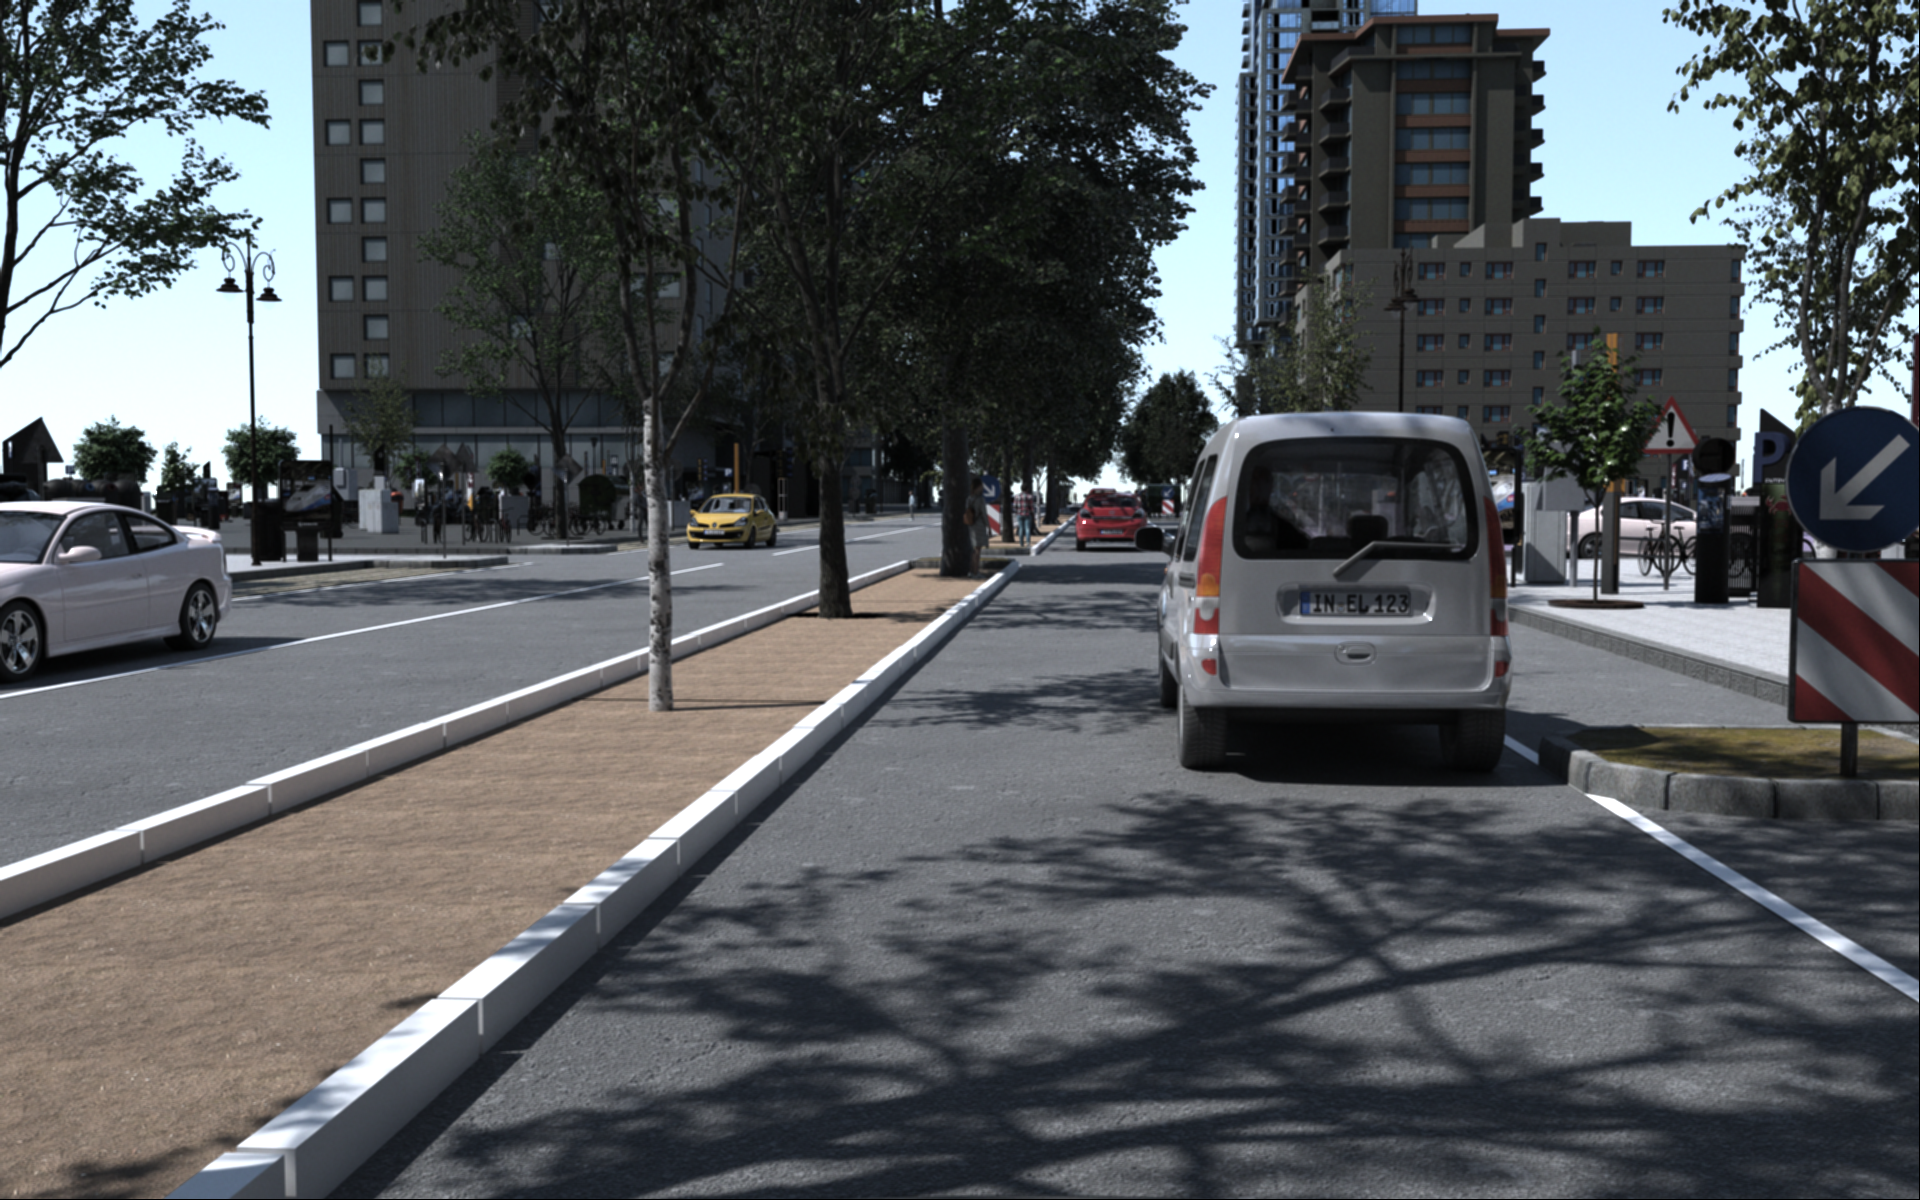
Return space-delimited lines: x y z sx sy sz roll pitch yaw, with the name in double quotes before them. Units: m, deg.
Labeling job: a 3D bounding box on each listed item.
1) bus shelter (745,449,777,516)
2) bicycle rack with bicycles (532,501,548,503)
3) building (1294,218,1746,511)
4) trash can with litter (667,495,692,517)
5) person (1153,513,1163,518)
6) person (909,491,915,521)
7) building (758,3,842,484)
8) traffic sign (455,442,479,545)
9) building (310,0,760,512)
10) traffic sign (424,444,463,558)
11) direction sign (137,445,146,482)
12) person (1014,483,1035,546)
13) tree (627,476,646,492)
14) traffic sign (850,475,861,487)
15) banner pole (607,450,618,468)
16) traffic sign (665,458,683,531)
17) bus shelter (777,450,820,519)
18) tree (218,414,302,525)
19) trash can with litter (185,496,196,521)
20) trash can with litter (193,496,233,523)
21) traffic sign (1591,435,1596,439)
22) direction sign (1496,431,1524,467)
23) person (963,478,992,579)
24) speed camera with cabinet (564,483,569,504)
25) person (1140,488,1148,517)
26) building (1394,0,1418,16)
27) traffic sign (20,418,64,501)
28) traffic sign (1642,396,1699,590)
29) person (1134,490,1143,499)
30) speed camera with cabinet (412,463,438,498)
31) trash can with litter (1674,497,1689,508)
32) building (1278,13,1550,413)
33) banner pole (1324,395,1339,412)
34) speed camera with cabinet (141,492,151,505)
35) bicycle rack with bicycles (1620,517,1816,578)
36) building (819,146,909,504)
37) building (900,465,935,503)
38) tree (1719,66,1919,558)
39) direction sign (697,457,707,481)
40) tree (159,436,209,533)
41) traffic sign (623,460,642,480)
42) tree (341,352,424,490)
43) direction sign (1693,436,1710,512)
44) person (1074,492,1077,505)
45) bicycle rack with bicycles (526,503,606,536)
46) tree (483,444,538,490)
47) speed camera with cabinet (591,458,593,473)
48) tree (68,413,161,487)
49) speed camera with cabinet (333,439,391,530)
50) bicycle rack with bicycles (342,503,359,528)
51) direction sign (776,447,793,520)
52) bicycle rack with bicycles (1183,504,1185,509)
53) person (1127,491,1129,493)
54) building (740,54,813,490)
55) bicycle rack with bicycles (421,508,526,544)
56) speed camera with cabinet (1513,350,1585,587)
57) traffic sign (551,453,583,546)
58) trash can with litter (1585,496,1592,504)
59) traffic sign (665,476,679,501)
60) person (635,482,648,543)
"bus shelter" -10.061 -6.225 93.056 1.731 3.624 6.357 0 4 5
"bicycle rack with bicycles" -16.170 -3.425 69.381 2.852 0.926 2.925 -1 4 -10
"building" 41.768 -17.780 135.735 27.650 21.520 28.899 0 4 5
"trash can with litter" -15.327 -5.229 96.557 2.233 1.210 1.678 3 5 44
"person" 11.910 -5.937 104.938 0.474 1.900 0.648 -3 5 -45
"person" -2.618 -5.100 93.692 0.330 1.601 0.589 0 4 1
"building" -22.533 -44.796 170.669 20.563 71.187 20.611 0 4 5
"traffic sign" -12.443 -2.652 43.364 0.884 2.594 0.081 1 4 14
"building" -30.750 -33.235 132.638 28.713 52.752 27.495 0 4 5
"traffic sign" -10.266 -1.885 34.457 0.795 2.450 0.064 0 4 5
"direction sign" -35.753 -5.084 75.113 0.876 3.537 0.379 0 4 -2
"person" 1.703 -2.237 45.909 0.563 1.720 0.643 1 4 15
"tree" -21.007 -7.206 112.415 1.663 3.219 1.824 0 3 0
"traffic sign" -7.079 -7.185 117.579 0.768 2.556 0.104 0 4 7
"banner pole" -19.679 -6.603 97.973 0.863 3.779 0.401 1 4 21
"traffic sign" -10.016 -3.686 60.367 0.768 2.556 0.104 1 4 11
"bus shelter" -8.244 -6.228 93.108 1.731 3.624 6.357 0 4 5
"tree" -28.792 -5.356 71.285 4.285 4.588 4.351 0 3 0
"trash can with litter" -37.275 -4.447 84.097 0.624 1.170 1.055 -2 4 -28
"trash can with litter" -34.108 -4.154 78.973 1.678 1.210 2.233 2 4 31
"traffic sign" 9.754 -1.470 26.158 0.606 2.300 0.079 1 4 11
"direction sign" 19.781 -4.296 62.235 0.876 3.537 0.379 1 4 12
"person" 0.283 -1.200 29.120 0.522 1.701 0.512 -3 5 -44
"speed camera with cabinet" -23.036 -6.478 100.249 0.660 3.252 2.038 -1 4 -19
"person" 11.755 -6.238 110.401 0.836 1.842 0.656 2 4 25
"building" 46.925 -55.721 223.712 22.319 86.520 31.000 0 4 5
"traffic sign" -15.640 -1.804 29.497 0.884 2.594 0.081 1 4 14
"traffic sign" 9.423 -1.409 23.037 0.884 2.594 0.081 1 4 9
"person" 12.257 -6.837 121.005 1.217 1.743 0.721 0 4 -2
"speed camera with cabinet" -34.640 -7.204 112.121 0.660 3.252 2.038 1 4 19
"trash can with litter" 38.723 -5.067 93.905 1.678 1.210 2.233 -3 5 -39
"building" 41.971 -31.150 163.934 22.147 44.769 28.867 0 4 5
"banner pole" 9.349 -3.279 43.625 0.401 3.779 0.863 3 5 42
"speed camera with cabinet" -56.814 -7.632 119.113 0.660 3.252 2.038 3 5 43
"bicycle rack with bicycles" 11.379 -0.822 26.828 2.852 0.926 2.925 0 4 -5
"building" -19.370 -37.230 228.310 23.786 49.044 30.456 0 4 5
"building" -18.984 -25.346 259.447 27.650 21.520 28.899 0 4 5
"tree" 15.467 -4.901 30.491 4.360 8.622 3.978 0 3 0
"direction sign" -15.936 -7.047 107.209 0.876 3.537 0.379 3 5 40
"tree" -26.249 -3.866 57.815 1.663 3.219 1.824 0 3 0
"traffic sign" -12.077 -3.899 63.859 0.768 2.556 0.104 1 4 11
"tree" -29.306 -8.454 88.582 4.737 8.622 4.395 0 3 0
"direction sign" 28.707 -4.610 67.362 0.379 3.537 0.876 -3 4 -37
"person" 14.712 -12.825 219.655 0.593 1.643 0.415 1 4 21
"bicycle rack with bicycles" -12.331 -2.488 54.063 2.852 0.926 2.925 3 5 45
"tree" -28.966 -7.789 111.061 4.285 4.588 4.351 0 3 0
"speed camera with cabinet" -19.381 -6.126 94.496 2.038 3.252 0.660 1 4 21
"tree" -34.447 -5.311 70.554 4.285 4.588 4.351 0 3 0
"speed camera with cabinet" -21.330 -4.124 61.766 2.038 3.252 0.660 1 4 16
"bicycle rack with bicycles" -23.140 -3.164 65.107 2.925 0.926 2.852 -3 4 -39
"direction sign" -8.552 -5.653 84.418 0.876 3.537 0.379 -2 4 -32
"bicycle rack with bicycles" 15.925 -6.059 112.439 2.852 0.926 2.925 3 5 41
"person" 10.956 -6.288 113.117 0.589 1.601 0.330 -3 4 -36
"building" -21.106 -28.735 153.415 14.154 41.232 14.086 0 4 5
"bicycle rack with bicycles" -13.139 -1.986 45.856 2.852 0.926 2.925 -1 4 -19
"speed camera with cabinet" 8.363 -1.852 24.609 0.660 3.252 2.038 0 4 7
"traffic sign" -9.612 -2.371 42.415 0.795 2.450 0.064 0 4 5
"trash can with litter" 29.147 -4.450 83.809 2.233 1.210 1.678 -1 4 -16
"traffic sign" -11.602 -4.258 69.718 0.768 2.556 0.104 1 4 13
"person" -9.233 -2.579 50.933 0.573 1.790 0.520 1 4 13
